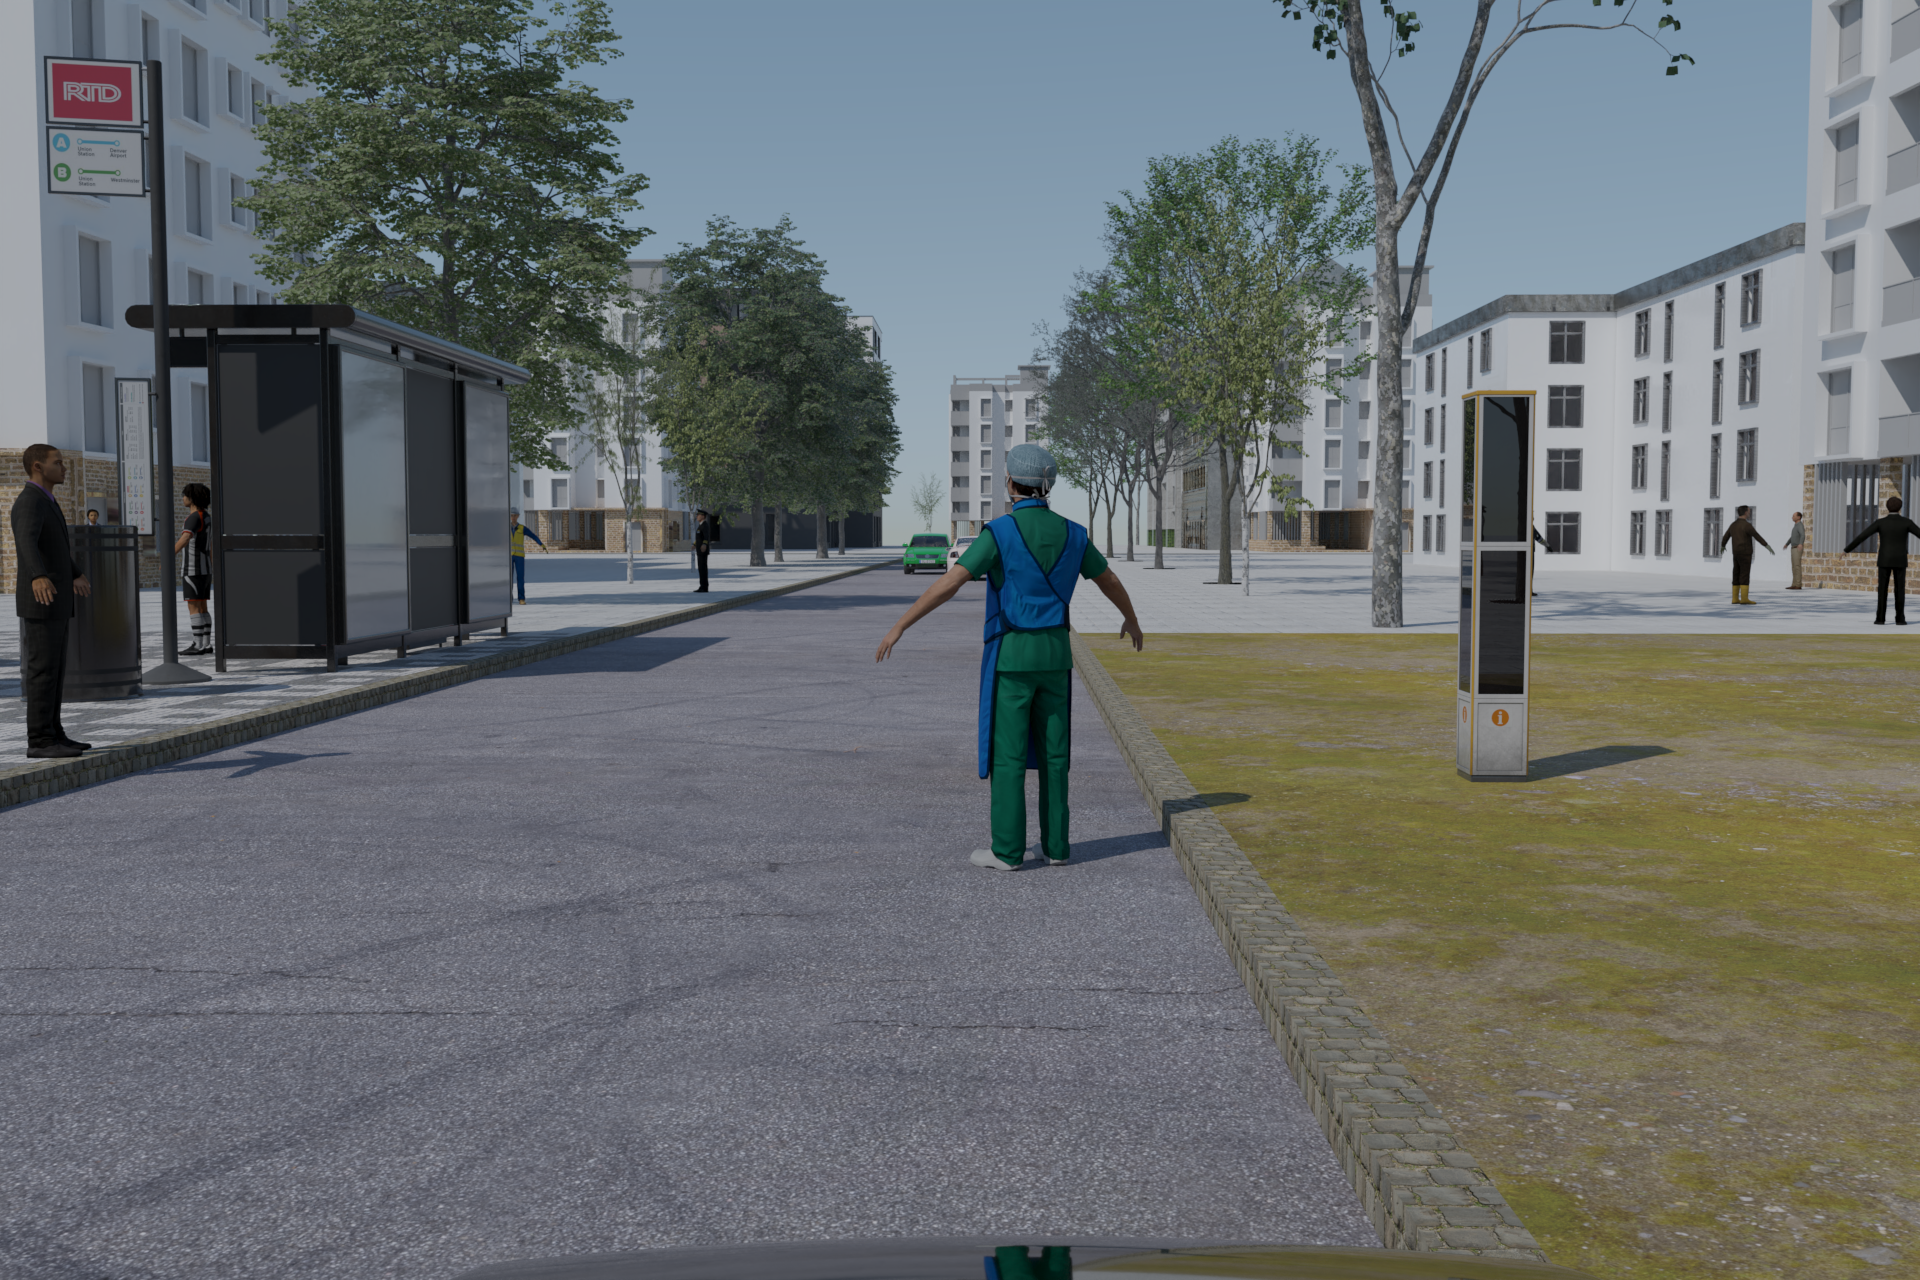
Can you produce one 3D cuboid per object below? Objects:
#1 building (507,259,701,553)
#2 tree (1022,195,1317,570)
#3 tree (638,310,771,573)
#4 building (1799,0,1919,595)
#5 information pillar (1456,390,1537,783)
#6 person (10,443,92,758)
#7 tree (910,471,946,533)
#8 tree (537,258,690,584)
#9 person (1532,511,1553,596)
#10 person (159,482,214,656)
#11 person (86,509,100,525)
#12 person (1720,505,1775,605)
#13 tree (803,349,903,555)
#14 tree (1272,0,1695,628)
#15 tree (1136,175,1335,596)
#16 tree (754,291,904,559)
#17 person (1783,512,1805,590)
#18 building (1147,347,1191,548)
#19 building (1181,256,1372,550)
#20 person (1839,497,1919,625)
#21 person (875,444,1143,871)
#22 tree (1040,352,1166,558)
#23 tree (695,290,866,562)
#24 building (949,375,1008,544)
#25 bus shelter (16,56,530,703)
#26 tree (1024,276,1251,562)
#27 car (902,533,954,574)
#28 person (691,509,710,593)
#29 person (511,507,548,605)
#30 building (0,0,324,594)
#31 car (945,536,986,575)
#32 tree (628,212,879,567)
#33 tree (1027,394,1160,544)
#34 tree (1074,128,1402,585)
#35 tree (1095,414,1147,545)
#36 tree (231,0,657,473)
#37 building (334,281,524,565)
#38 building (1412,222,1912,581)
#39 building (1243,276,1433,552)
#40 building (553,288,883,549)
[{"bbox_3d":[-25.180,-16.157,120.580,16.016,20.090,11.380,0,4,1],"label":"building"},{"bbox_3d":[7.171,-9.313,62.631,12.009,13.543,11.850,0,3,0],"label":"tree"},{"bbox_3d":[-8.663,-6.521,56.982,4.737,8.622,4.395,0,3,0],"label":"tree"},{"bbox_3d":[25.169,-11.168,39.017,16.016,20.090,11.380,0,4,2],"label":"building"},{"bbox_3d":[2.787,-0.277,9.024,0.304,2.012,0.304,0,4,2],"label":"information pillar"},{"bbox_3d":[-5.263,-0.233,10.031,0.704,1.802,1.346,-1,4,-19],"label":"person"},{"bbox_3d":[-3.210,-15.275,200.115,4.360,8.622,3.978,0,3,0],"label":"tree"},{"bbox_3d":[-8.312,-5.761,44.561,4.360,8.622,3.978,0,3,0],"label":"tree"},{"bbox_3d":[11.681,-1.827,35.650,1.354,1.856,0.705,-2,4,-33],"label":"person"},{"bbox_3d":[-8.125,-0.749,18.383,0.704,1.843,1.345,0,4,-4],"label":"person"},{"bbox_3d":[-15.777,-1.520,31.577,1.216,1.740,0.721,-2,4,-29],"label":"person"},{"bbox_3d":[14.264,-1.553,31.522,0.704,1.812,1.346,-1,4,-16],"label":"person"},{"bbox_3d":[-6.969,-11.497,106.098,7.486,12.596,7.792,0,3,0],"label":"tree"},{"bbox_3d":[6.302,-10.151,21.856,12.611,20.169,13.585,0,3,0],"label":"tree"},{"bbox_3d":[5.799,-5.203,35.432,4.737,8.622,4.395,0,3,0],"label":"tree"},{"bbox_3d":[-7.129,-11.206,89.869,9.857,13.997,8.962,0,3,0],"label":"tree"},{"bbox_3d":[19.254,-2.057,39.911,0.705,1.796,1.348,1,4,11],"label":"person"},{"bbox_3d":[28.255,-18.671,171.730,16.747,18.905,31.486,0,4,2],"label":"building"},{"bbox_3d":[29.013,-19.273,146.043,19.493,23.208,18.063,0,4,1],"label":"building"},{"bbox_3d":[13.148,-1.115,24.423,1.347,1.806,0.705,2,4,28],"label":"person"},{"bbox_3d":[0.278,0.068,7.468,1.347,1.817,0.704,-2,4,-30],"label":"person"},{"bbox_3d":[8.130,-10.221,92.874,9.928,11.665,9.643,0,3,0],"label":"tree"},{"bbox_3d":[-8.151,-9.823,78.734,7.486,12.596,7.792,0,3,0],"label":"tree"},{"bbox_3d":[-0.890,-20.748,198.110,11.380,20.090,16.016,0,4,-2],"label":"building"},{"bbox_3d":[-6.546,-2.428,17.331,2.179,5.291,8.768,0,4,1],"label":"bus shelter"},{"bbox_3d":[7.875,-10.397,80.366,12.009,13.543,11.850,0,3,0],"label":"tree"},{"bbox_3d":[-1.080,-3.306,62.842,1.959,1.807,4.718,0,4,2],"label":"car"},{"bbox_3d":[-5.677,-1.962,38.006,0.705,1.837,1.347,-1,4,-19],"label":"person"},{"bbox_3d":[-8.067,-1.521,31.331,1.216,1.772,0.721,0,4,-7],"label":"person"},{"bbox_3d":[-24.178,-11.137,38.512,16.016,20.090,11.380,0,4,1],"label":"building"},{"bbox_3d":[0.562,-2.588,54.675,2.083,1.381,4.827,0,4,2],"label":"car"},{"bbox_3d":[-8.053,-9.852,67.735,9.857,13.997,8.962,0,3,0],"label":"tree"},{"bbox_3d":[7.998,-10.854,103.217,9.928,11.665,9.643,0,3,0],"label":"tree"},{"bbox_3d":[6.951,-7.235,44.041,9.928,11.665,9.643,0,3,0],"label":"tree"},{"bbox_3d":[21.390,-21.031,199.744,12.611,20.169,13.585,0,3,0],"label":"tree"},{"bbox_3d":[-9.112,-6.891,30.798,7.486,12.596,7.792,0,3,0],"label":"tree"},{"bbox_3d":[-22.590,-7.919,71.626,9.099,9.664,28.070,0,4,1],"label":"building"},{"bbox_3d":[23.634,-7.258,60.821,9.099,9.664,28.070,0,4,2],"label":"building"},{"bbox_3d":[27.310,-16.992,134.234,16.016,20.090,11.380,0,4,2],"label":"building"},{"bbox_3d":[-22.119,-19.343,160.229,27.936,21.610,32.646,0,4,1],"label":"building"}]
